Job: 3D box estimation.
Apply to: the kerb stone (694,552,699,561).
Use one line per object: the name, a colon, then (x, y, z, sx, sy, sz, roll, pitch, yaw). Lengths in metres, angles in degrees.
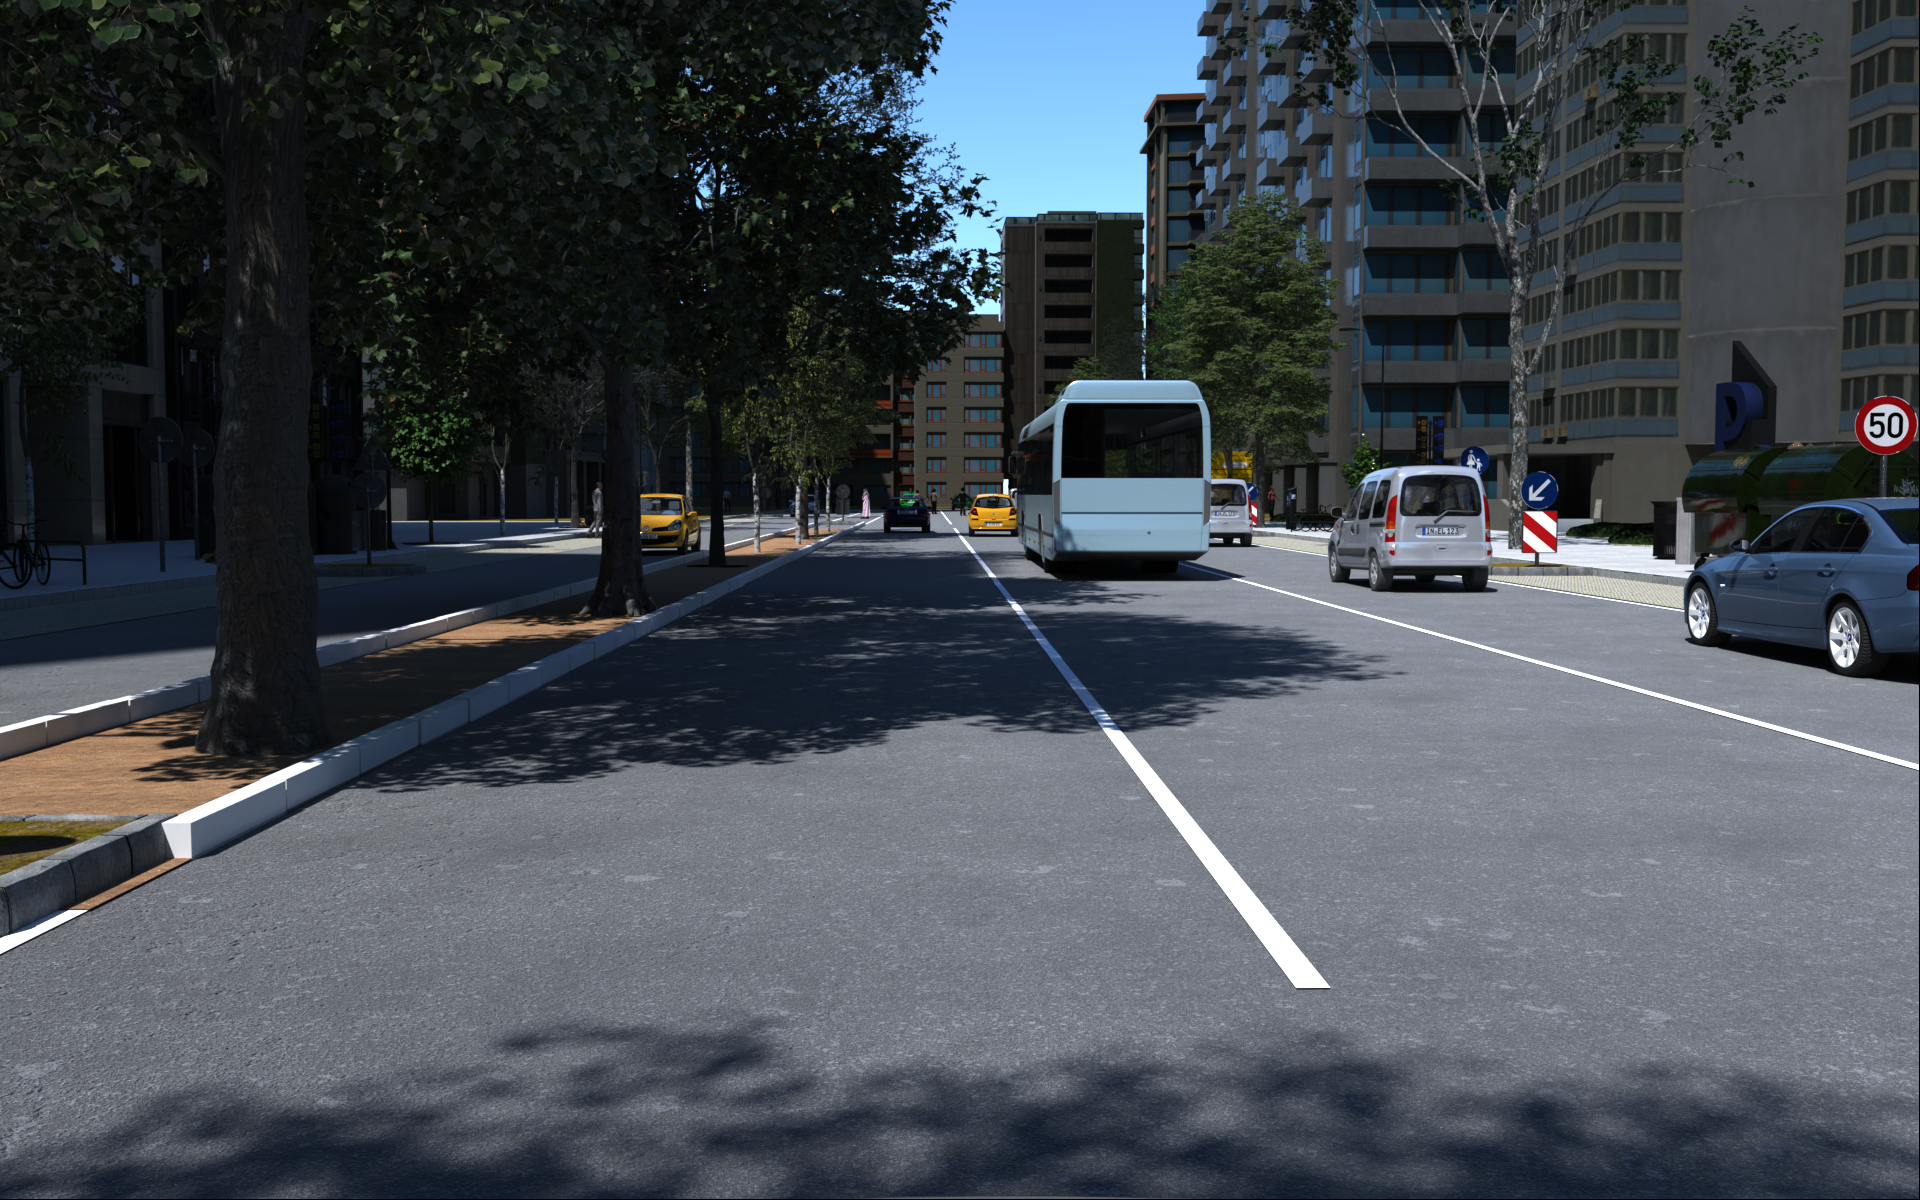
kerb stone: (-5.740, -0.900, 36.955, 0.120, 0.150, 1.000, 0, 4, -1)

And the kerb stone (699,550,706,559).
kerb stone: (-5.758, -0.965, 37.977, 0.120, 0.150, 1.000, 0, 4, -1)

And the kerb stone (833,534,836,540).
kerb stone: (-3.926, -1.843, 52.383, 0.120, 0.150, 1.000, 0, 4, -1)

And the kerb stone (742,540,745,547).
kerb stone: (-5.910, -1.469, 46.211, 0.120, 0.150, 1.000, 0, 4, -1)

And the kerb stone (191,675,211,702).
kerb stone: (-5.268, 0.603, 12.346, 0.120, 0.150, 1.000, 0, 4, -1)

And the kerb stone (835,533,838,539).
kerb stone: (-3.939, -1.905, 53.410, 0.120, 0.150, 1.000, 0, 4, -1)

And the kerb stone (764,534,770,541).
kerb stone: (-6.049, -1.907, 53.374, 0.120, 0.150, 1.000, 0, 4, -1)

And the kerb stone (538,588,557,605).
kerb stone: (-5.464, -0.018, 22.602, 0.120, 0.150, 1.000, 0, 4, -1)

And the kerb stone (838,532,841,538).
kerb stone: (-3.979, -2.034, 55.456, 0.120, 0.150, 1.000, 0, 4, -1)

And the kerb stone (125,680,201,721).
kerb stone: (-5.252, 0.670, 11.319, 0.120, 0.150, 1.000, 0, 4, -1)

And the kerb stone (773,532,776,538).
kerb stone: (-6.078, -2.032, 55.431, 0.120, 0.150, 1.000, 0, 4, -1)

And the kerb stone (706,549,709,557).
kerb stone: (-5.772, -1.026, 39.009, 0.120, 0.150, 1.000, 0, 4, -1)

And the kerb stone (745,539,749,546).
kerb stone: (-5.931, -1.530, 47.236, 0.120, 0.150, 1.000, 0, 4, -1)

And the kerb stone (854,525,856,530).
kerb stone: (-4.190, -2.723, 66.733, 0.120, 0.150, 1.000, 0, 4, -1)

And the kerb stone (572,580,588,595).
kerb stone: (-5.498, -0.151, 24.671, 0.120, 0.150, 1.000, 0, 4, -1)

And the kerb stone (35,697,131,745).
kerb stone: (-5.233, 0.728, 10.294, 0.120, 0.150, 1.000, 0, 4, -1)

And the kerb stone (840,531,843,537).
kerb stone: (-3.994, -2.097, 56.478, 0.120, 0.150, 1.000, 0, 4, -1)

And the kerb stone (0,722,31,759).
kerb stone: (-5.208, 0.790, 9.272, 0.120, 0.150, 1.000, 0, 4, -1)

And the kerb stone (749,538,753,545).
kerb stone: (-5.949, -1.591, 48.261, 0.120, 0.150, 1.000, 0, 4, -1)

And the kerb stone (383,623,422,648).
kerb stone: (-5.343, 0.354, 16.449, 0.120, 0.150, 1.000, 0, 4, -1)

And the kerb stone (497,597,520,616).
kerb stone: (-5.425, 0.102, 20.539, 0.120, 0.150, 1.000, 0, 4, -1)

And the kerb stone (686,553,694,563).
kerb stone: (-5.707, -0.839, 35.933, 0.120, 0.150, 1.000, 0, 4, -1)

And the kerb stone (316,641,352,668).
kerb stone: (-5.303, 0.477, 14.393, 0.120, 0.150, 1.000, 0, 4, -1)

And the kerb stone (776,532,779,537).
kerb stone: (-6.090, -2.092, 56.455, 0.120, 0.150, 1.000, 0, 4, -1)

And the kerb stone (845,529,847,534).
kerb stone: (-4.062, -2.285, 59.558, 0.120, 0.150, 1.000, 0, 4, -1)

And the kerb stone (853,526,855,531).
kerb stone: (-4.175, -2.658, 65.709, 0.120, 0.150, 1.000, 0, 4, -1)

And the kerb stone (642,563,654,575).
kerb stone: (-5.622, -0.527, 30.814, 0.120, 0.150, 1.000, 0, 4, -1)

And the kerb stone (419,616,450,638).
kerb stone: (-5.372, 0.294, 17.473, 0.120, 0.150, 1.000, 0, 4, -1)

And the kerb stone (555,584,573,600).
kerb stone: (-5.484, -0.088, 23.635, 0.120, 0.150, 1.000, 0, 4, -1)

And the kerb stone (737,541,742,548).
kerb stone: (-5.881, -1.406, 45.187, 0.120, 0.150, 1.000, 0, 4, -1)

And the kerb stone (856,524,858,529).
kerb stone: (-4.236, -2.847, 68.777, 0.120, 0.150, 1.000, 0, 4, -1)

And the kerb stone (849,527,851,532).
kerb stone: (-4.105, -2.474, 62.639, 0.120, 0.150, 1.000, 0, 4, -1)

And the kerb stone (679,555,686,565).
kerb stone: (-5.698, -0.775, 34.911, 0.120, 0.150, 1.000, 0, 4, -1)

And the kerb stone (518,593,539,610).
kerb stone: (-5.446, 0.042, 21.579, 0.120, 0.150, 1.000, 0, 4, -1)

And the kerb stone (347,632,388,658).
kerb stone: (-5.335, 0.421, 15.422, 0.120, 0.150, 1.000, 0, 4, -1)

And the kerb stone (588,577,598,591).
kerb stone: (-5.520, -0.214, 25.700, 0.120, 0.150, 1.000, 0, 4, -1)

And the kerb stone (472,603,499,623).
kerb stone: (-5.412, 0.164, 19.517, 0.120, 0.150, 1.000, 0, 4, -1)

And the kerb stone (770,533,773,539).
kerb stone: (-6.059, -1.968, 54.403, 0.120, 0.150, 1.000, 0, 4, -1)

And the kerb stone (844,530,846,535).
kerb stone: (-4.035, -2.223, 58.536, 0.120, 0.150, 1.000, 0, 4, -1)

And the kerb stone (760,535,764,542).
kerb stone: (-5.998, -1.779, 51.330, 0.120, 0.150, 1.000, 0, 4, -1)

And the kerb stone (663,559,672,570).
kerb stone: (-5.654, -0.652, 32.859, 0.120, 0.150, 1.000, 0, 4, -1)

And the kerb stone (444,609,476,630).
kerb stone: (-5.393, 0.226, 18.495, 0.120, 0.150, 1.000, 0, 4, -1)

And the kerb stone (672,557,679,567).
kerb stone: (-5.677, -0.715, 33.881, 0.120, 0.150, 1.000, 0, 4, -1)

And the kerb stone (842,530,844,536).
kerb stone: (-4.023, -2.159, 57.511, 0.120, 0.150, 1.000, 0, 4, -1)

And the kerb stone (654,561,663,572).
kerb stone: (-5.642, -0.589, 31.837, 0.120, 0.150, 1.000, 0, 4, -1)

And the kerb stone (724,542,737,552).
kerb stone: (-5.866, -1.343, 44.157, 0.120, 0.150, 1.000, 0, 4, -1)

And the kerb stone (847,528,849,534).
kerb stone: (-4.070, -2.348, 60.580, 0.120, 0.150, 1.000, 0, 4, -1)
